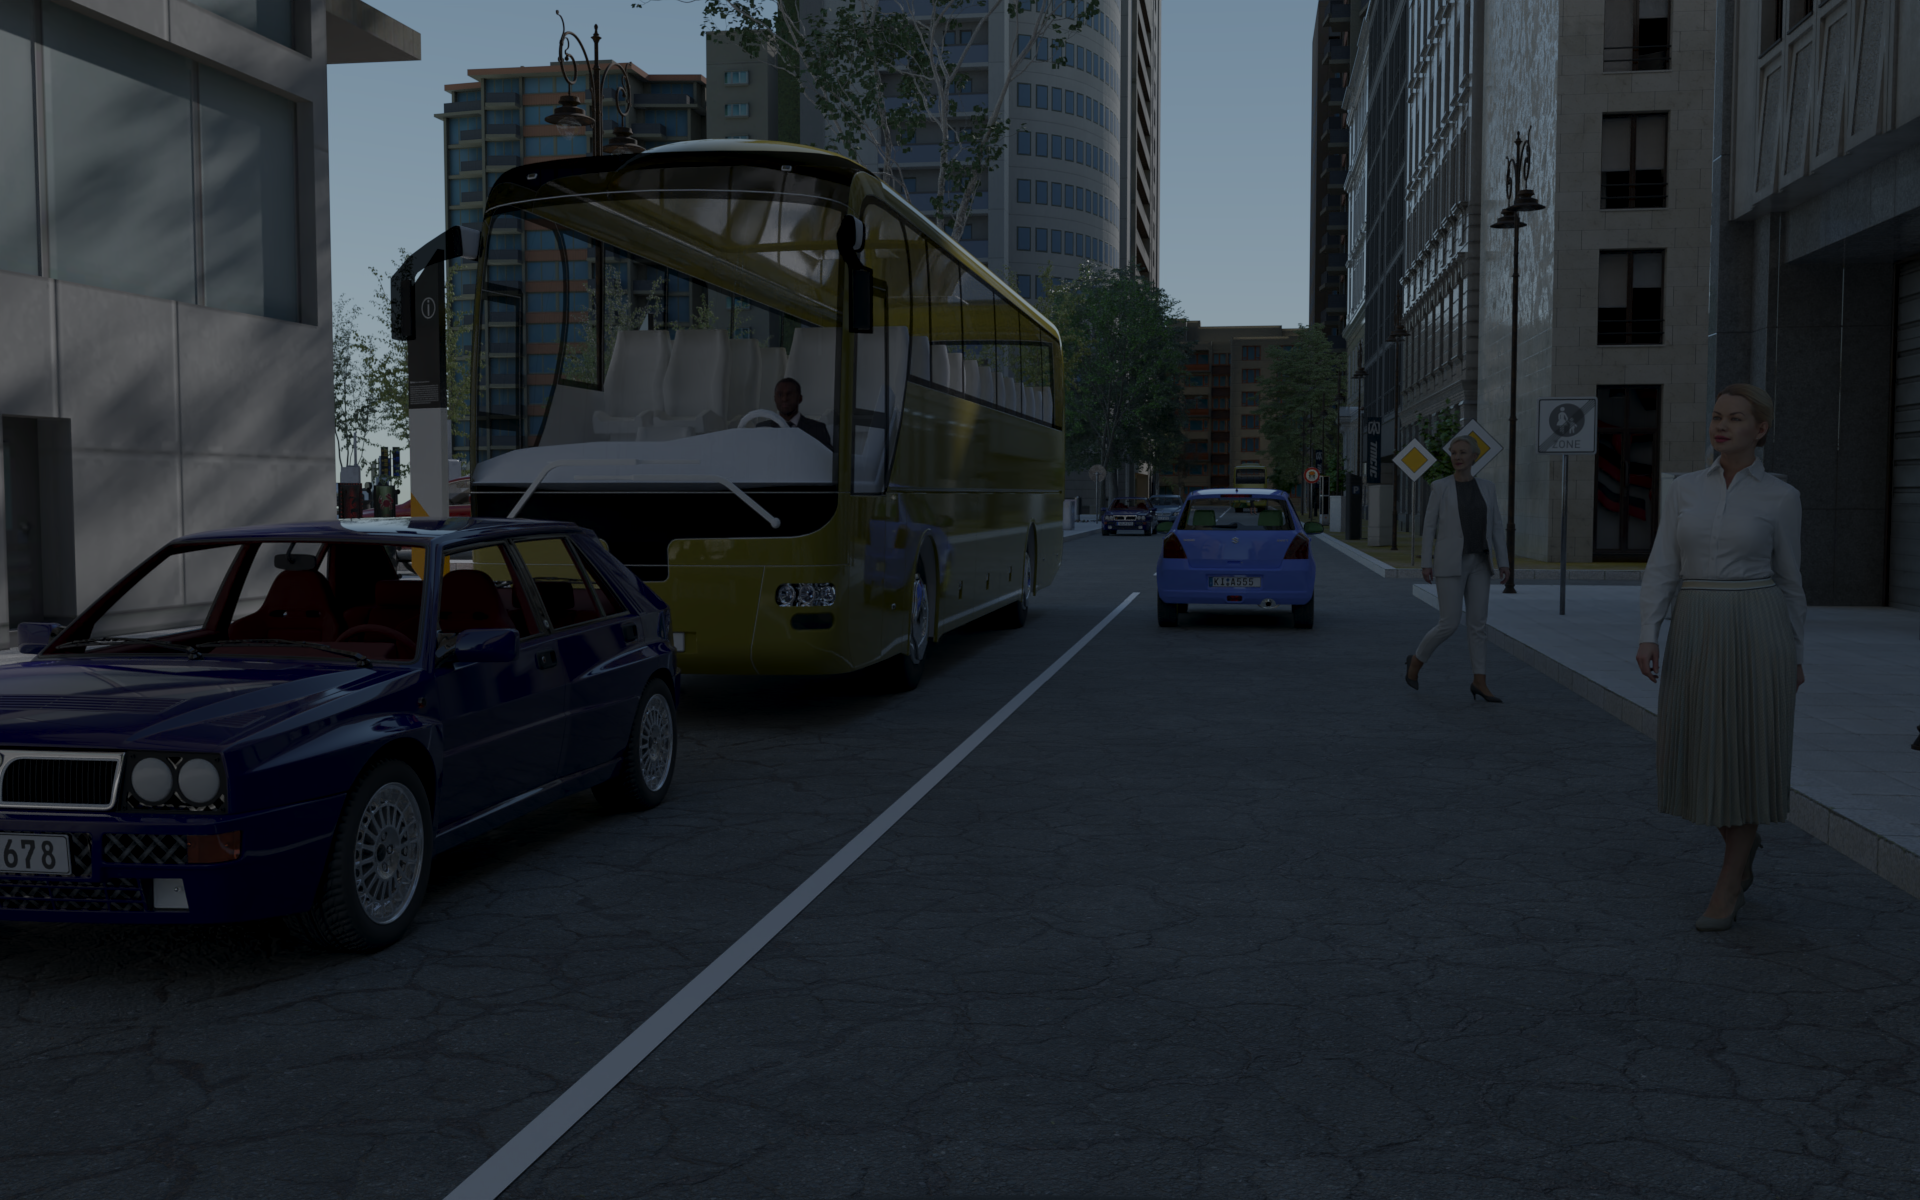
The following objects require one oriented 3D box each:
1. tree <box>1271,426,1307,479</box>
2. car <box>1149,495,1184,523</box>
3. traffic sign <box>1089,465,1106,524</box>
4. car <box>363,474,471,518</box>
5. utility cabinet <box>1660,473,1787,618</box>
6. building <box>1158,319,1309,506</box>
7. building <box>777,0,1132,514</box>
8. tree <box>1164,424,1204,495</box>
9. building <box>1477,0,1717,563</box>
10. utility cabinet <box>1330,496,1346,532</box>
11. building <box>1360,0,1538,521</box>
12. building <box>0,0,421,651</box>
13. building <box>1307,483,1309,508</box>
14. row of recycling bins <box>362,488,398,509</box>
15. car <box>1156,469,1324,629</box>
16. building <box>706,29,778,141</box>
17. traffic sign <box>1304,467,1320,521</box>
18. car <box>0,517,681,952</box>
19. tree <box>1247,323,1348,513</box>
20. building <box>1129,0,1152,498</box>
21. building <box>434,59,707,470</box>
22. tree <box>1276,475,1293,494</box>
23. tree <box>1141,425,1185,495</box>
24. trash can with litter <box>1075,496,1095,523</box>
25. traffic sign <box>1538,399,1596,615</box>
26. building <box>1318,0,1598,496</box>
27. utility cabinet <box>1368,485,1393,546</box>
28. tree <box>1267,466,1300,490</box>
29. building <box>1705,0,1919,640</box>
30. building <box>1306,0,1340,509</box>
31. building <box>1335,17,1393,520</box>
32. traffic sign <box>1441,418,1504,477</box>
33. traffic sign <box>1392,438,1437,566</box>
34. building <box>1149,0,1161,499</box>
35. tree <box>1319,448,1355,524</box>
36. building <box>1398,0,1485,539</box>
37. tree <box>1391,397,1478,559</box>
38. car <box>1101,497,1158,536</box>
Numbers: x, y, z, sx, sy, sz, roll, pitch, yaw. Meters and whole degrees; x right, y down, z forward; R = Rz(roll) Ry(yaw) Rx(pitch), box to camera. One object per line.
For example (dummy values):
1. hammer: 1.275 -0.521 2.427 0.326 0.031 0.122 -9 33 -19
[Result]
1. tree: 34.454 -14.141 181.567 4.737 8.622 4.395 0 3 0
2. car: 8.576 -3.686 72.262 2.014 1.417 4.499 1 4 10
3. traffic sign: 5.924 -4.568 74.798 0.768 2.556 0.104 1 4 12
4. car: -8.206 -1.308 30.067 5.304 1.827 2.281 1 4 10
5. utility cabinet: 7.800 -0.553 17.714 1.173 1.500 0.318 0 4 -3
6. building: 26.554 -22.013 204.949 28.899 21.520 27.650 1 4 9
7. building: 0.589 -35.448 121.578 21.231 58.520 28.212 1 4 9
8. tree: 22.875 -13.936 178.209 4.360 8.622 3.978 0 3 0
9. building: 20.130 -11.057 35.533 16.860 20.320 10.420 1 4 9
10. utility cabinet: 12.896 -2.917 58.861 0.306 1.237 1.020 -1 4 -9
11. building: 24.690 -17.007 71.577 14.314 27.812 24.014 1 4 9
12. building: -20.860 -25.669 8.925 27.495 52.752 28.713 1 4 9
13. building: 41.186 -29.690 169.018 14.154 41.232 14.086 1 4 9
14. row of recycling bins: -37.986 -6.405 111.828 1.069 1.692 3.534 3 5 39
15. car: 3.191 -0.628 19.861 1.945 1.707 3.694 1 4 10
16. building: -12.015 -33.637 173.663 21.600 48.544 21.300 1 4 9
17. traffic sign: 16.658 -5.010 82.017 0.768 2.556 0.104 1 4 13
18. car: -2.430 0.356 6.754 1.945 1.354 3.894 1 4 10
19. tree: 22.887 -12.014 114.557 7.486 12.596 7.792 0 3 0
20. building: 4.838 -31.968 146.378 21.300 48.544 21.600 1 4 9
21. building: -36.898 -32.009 177.963 28.867 44.769 22.147 1 4 9
22. tree: 30.269 -10.125 160.141 1.663 3.219 1.824 0 3 0
23. tree: 14.982 -11.081 131.538 4.737 8.622 4.395 0 3 0
24. trash can with litter: 5.298 -4.132 78.616 1.678 1.210 2.233 0 4 4
25. traffic sign: 6.393 -0.990 18.318 0.606 2.300 0.079 1 4 11
26. building: 39.119 -29.241 132.718 22.147 44.769 28.867 1 4 9
27. utility cabinet: 10.360 -2.072 42.557 0.318 1.500 1.173 2 4 33
28. tree: 32.591 -11.674 174.583 4.285 4.588 4.351 0 3 0
29. building: 13.297 -11.710 9.476 12.078 24.808 19.932 1 4 9
30. building: 38.483 -30.855 154.588 14.600 45.320 14.200 1 4 9
31. building: 27.836 -18.817 93.566 13.634 28.700 20.117 1 4 9
32. traffic sign: 6.795 -1.186 23.027 0.795 2.450 0.064 1 4 9
33. traffic sign: 8.095 -1.668 30.906 0.795 2.450 0.064 1 4 9
34. building: 9.004 -44.800 170.732 20.611 71.187 20.563 1 4 9
35. tree: 15.855 -4.824 73.477 1.663 3.219 1.824 0 3 0
36. building: 18.602 -12.333 50.796 9.793 20.994 18.267 1 4 9
37. tree: 9.734 -2.439 34.486 1.663 3.219 1.824 0 3 0
38. car: 5.953 -2.936 60.588 1.945 1.354 3.894 1 4 11
